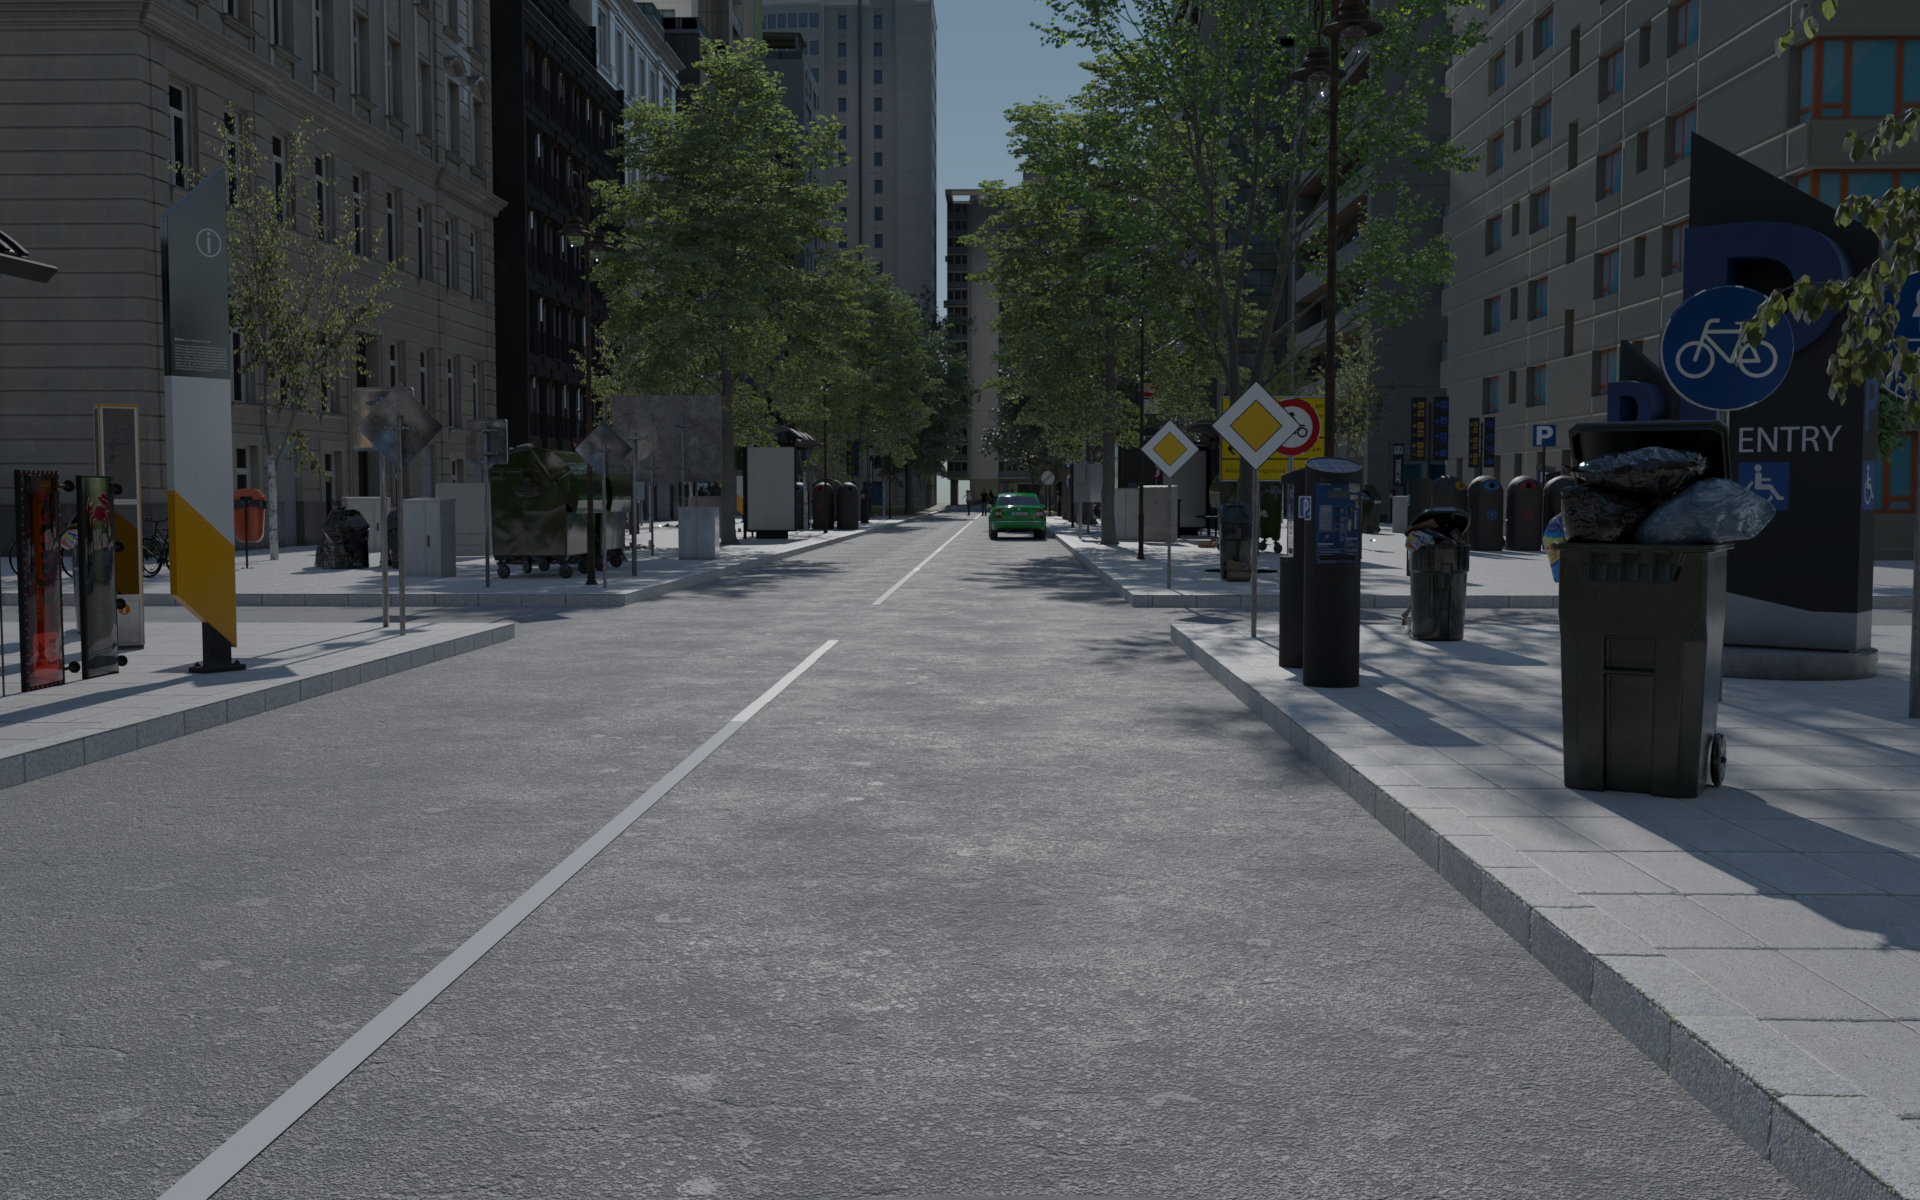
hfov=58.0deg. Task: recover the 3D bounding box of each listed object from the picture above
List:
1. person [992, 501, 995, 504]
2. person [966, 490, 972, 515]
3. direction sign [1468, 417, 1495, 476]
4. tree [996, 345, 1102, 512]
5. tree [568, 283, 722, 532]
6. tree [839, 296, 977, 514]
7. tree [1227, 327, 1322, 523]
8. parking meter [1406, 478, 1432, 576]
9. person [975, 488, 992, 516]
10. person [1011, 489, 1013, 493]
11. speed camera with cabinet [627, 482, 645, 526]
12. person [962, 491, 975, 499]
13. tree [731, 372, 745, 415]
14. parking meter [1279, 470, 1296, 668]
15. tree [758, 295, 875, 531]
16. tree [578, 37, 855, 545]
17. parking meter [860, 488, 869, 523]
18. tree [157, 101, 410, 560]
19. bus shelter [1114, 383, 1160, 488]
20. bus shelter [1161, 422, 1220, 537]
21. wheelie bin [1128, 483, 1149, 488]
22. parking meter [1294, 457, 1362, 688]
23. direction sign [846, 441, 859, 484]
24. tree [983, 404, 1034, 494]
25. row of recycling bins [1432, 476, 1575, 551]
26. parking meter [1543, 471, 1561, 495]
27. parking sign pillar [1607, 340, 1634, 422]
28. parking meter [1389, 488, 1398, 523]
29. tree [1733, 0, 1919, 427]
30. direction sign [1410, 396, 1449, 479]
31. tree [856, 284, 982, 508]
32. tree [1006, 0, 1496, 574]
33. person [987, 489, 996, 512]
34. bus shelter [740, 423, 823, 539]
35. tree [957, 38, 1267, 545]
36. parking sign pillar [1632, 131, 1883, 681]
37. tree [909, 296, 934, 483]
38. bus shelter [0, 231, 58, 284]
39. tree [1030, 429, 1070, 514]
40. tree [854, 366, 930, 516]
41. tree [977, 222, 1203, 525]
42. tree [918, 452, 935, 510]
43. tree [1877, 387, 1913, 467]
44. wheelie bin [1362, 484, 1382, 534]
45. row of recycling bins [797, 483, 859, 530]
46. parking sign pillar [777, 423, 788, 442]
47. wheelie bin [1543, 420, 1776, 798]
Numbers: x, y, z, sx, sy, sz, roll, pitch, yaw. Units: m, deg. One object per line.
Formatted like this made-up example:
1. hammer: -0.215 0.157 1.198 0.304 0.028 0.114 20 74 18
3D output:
1. person: 2.711 -6.553 118.899 1.065 1.426 0.557 0 4 1
2. person: 0.522 -6.595 117.259 0.436 1.711 0.756 2 4 34
3. direction sign: 15.409 -3.622 51.222 0.379 3.537 0.876 -3 4 -38
4. tree: 7.185 -13.444 126.462 9.857 13.997 8.962 0 3 0
5. tree: -10.669 -6.599 58.259 4.360 8.622 3.978 0 3 0
6. tree: -3.204 -12.464 110.448 9.857 13.997 8.962 0 3 0
7. tree: 13.847 -7.662 75.641 4.737 8.622 4.395 0 3 0
8. parking meter: 7.170 -1.139 27.041 0.372 1.533 0.369 0 3 0
9. person: 1.588 -6.538 115.403 1.348 1.822 0.705 2 4 32
10. person: 3.835 -7.336 128.444 1.348 1.824 0.705 -2 4 -24
11. speed camera with cabinet: -13.198 -4.616 69.813 0.660 3.252 2.038 -1 4 -22
12. person: 0.874 -10.205 175.349 1.348 1.824 0.705 -1 4 -18
13. tree: -11.397 -7.567 74.081 4.360 8.622 3.978 0 3 0
14. parking meter: 2.561 -0.271 12.846 0.372 1.533 0.369 0 3 0
15. tree: -5.299 -6.726 60.328 4.737 8.622 4.395 0 3 0
16. tree: -5.835 -7.652 43.240 7.486 12.596 7.792 0 3 0
17. parking meter: -4.206 -4.160 76.433 0.372 1.533 0.369 0 3 0
18. tree: -13.126 -5.086 33.516 4.360 8.622 3.978 0 3 0
19. bus shelter: 6.059 -5.037 59.992 2.179 5.291 8.768 0 4 1
20. bus shelter: 6.961 -3.513 51.353 2.014 3.302 5.546 0 4 1
21. wheelie bin: 5.220 -2.638 51.035 0.980 1.594 0.693 -1 4 -14
22. parking meter: 2.490 -0.194 11.582 0.372 1.533 0.369 0 3 0
23. direction sign: -4.602 -5.040 74.406 0.379 3.537 0.876 2 4 32
24. tree: 7.168 -16.003 172.025 12.009 13.543 11.850 0 3 0
25. row of recycling bins: 12.313 -1.963 39.208 3.534 1.692 1.069 0 4 -4
26. parking meter: 14.663 -2.276 42.930 0.399 1.863 0.255 1 4 17
27. parking sign pillar: 11.669 -2.520 29.672 1.447 3.967 1.447 -1 4 -20
28. parking meter: 19.043 -4.140 76.100 0.372 1.533 0.369 0 3 0
29. tree: 3.417 -3.315 4.557 4.360 8.622 3.978 0 3 0
30. direction sign: 10.919 -2.956 40.329 0.876 3.537 0.379 2 4 32
31. tree: -3.825 -18.548 159.145 12.611 20.169 13.585 0 3 0
32. tree: 4.610 -6.247 27.893 9.928 11.665 9.643 0 3 0
33. person: 2.498 -7.921 138.035 0.705 1.821 1.348 3 4 37
34. bus shelter: -5.382 -3.549 51.950 2.014 3.302 5.546 0 4 1
35. tree: 3.830 -7.655 43.287 7.486 12.596 7.792 0 3 0
36. parking sign pillar: 5.865 -1.469 12.486 1.447 3.967 1.447 3 5 41
37. tree: -4.461 -10.087 83.050 7.486 12.596 7.792 0 3 0
38. bus shelter: -7.388 -0.950 9.463 2.014 3.302 5.546 0 4 1
39. tree: 6.008 -9.706 109.062 4.360 8.622 3.978 0 3 0
40. tree: -4.157 -9.099 99.130 4.360 8.622 3.978 0 3 0
41. tree: 5.514 -9.527 72.777 9.611 12.733 9.660 0 3 0
42. tree: -3.288 -11.712 141.857 4.737 8.622 4.395 0 3 0
43. tree: 13.032 -2.597 26.174 4.285 4.588 4.351 0 3 0
44. wheelie bin: 13.328 -2.976 56.558 0.693 1.594 0.980 3 4 37
45. row of recycling bins: -5.412 -3.389 62.517 3.534 1.692 1.069 0 4 2
46. parking sign pillar: -6.648 -4.788 66.758 1.447 3.967 1.447 1 4 11
47. wheelie bin: 3.001 0.022 7.541 0.980 1.594 0.693 2 4 32
